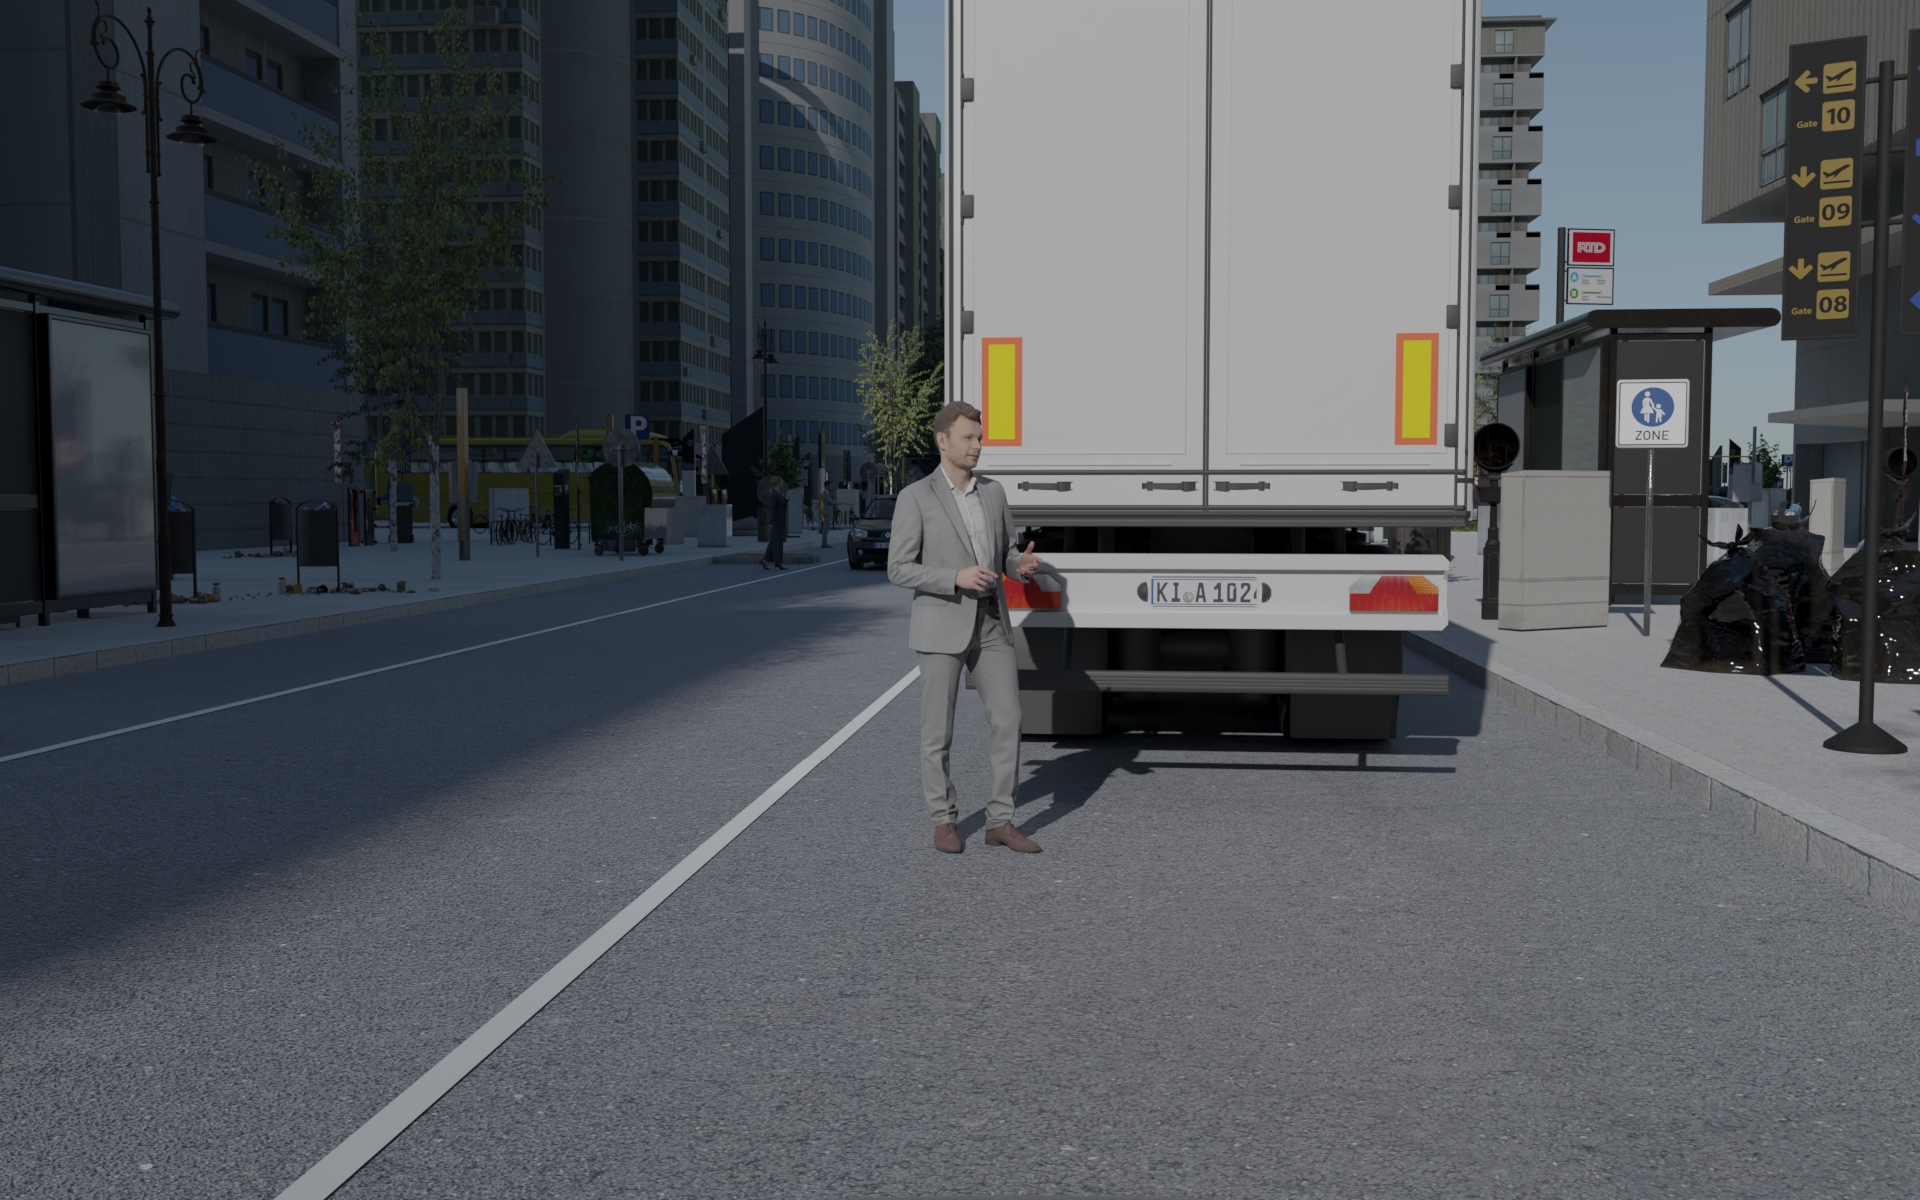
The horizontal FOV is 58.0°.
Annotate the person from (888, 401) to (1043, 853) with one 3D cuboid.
[{"bbox_3d":[0.052,0.110,6.901,0.606,1.804,0.583,-3,4,-37],"label":"person"}]

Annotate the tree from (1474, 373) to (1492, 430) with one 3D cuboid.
[{"bbox_3d":[25.864,-8.627,91.415,4.737,8.622,4.395,0,3,0],"label":"tree"}]

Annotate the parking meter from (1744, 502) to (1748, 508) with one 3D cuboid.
[{"bbox_3d":[24.004,-2.866,52.566,0.399,1.863,0.255,-1,4,-18],"label":"parking meter"}]

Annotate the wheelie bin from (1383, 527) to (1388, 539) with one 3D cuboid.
[{"bbox_3d":[12.121,-2.548,49.560,0.980,1.594,0.693,2,4,31],"label":"wheelie bin"}]

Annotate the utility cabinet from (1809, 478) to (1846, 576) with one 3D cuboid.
[{"bbox_3d":[12.087,-0.948,24.176,0.318,1.500,1.173,2,4,34],"label":"utility cabinet"}]

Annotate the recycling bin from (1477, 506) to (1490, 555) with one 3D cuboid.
[{"bbox_3d":[11.321,-1.449,36.253,0.722,1.027,0.722,-1,4,-9],"label":"recycling bin"}]

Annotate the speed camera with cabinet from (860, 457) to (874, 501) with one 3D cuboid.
[{"bbox_3d":[-5.481,-5.980,92.108,2.038,3.252,0.660,2,4,32],"label":"speed camera with cabinet"}]

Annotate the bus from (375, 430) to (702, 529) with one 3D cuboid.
[{"bbox_3d":[-16.152,-4.610,66.923,12.252,3.916,2.896,0,4,4],"label":"bus"}]

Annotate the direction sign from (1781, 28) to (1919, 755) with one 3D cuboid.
[{"bbox_3d":[4.549,-1.015,8.599,0.876,3.537,0.379,2,4,33],"label":"direction sign"}]

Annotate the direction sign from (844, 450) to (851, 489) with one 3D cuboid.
[{"bbox_3d":[-5.828,-5.961,89.451,0.379,3.537,0.876,1,4,18],"label":"direction sign"}]

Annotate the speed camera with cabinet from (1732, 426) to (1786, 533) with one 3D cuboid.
[{"bbox_3d":[23.684,-3.483,51.283,2.038,3.252,0.660,-3,4,-36],"label":"speed camera with cabinet"}]

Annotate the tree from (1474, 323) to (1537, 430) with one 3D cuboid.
[{"bbox_3d":[23.938,-7.627,75.068,4.360,8.622,3.978,0,3,0],"label":"tree"}]

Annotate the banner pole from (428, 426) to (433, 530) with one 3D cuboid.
[{"bbox_3d":[-18.856,-4.392,61.831,0.401,3.779,0.863,0,4,-2],"label":"banner pole"}]

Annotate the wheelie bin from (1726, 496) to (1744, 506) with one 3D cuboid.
[{"bbox_3d":[38.007,-4.697,84.701,0.980,1.594,0.693,1,4,14],"label":"wheelie bin"}]

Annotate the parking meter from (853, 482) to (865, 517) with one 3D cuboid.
[{"bbox_3d":[-4.946,-4.779,83.855,0.399,1.863,0.255,2,4,34],"label":"parking meter"}]

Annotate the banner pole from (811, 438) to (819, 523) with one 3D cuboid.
[{"bbox_3d":[-6.258,-5.357,77.604,0.401,3.779,0.863,-1,4,-21],"label":"banner pole"}]

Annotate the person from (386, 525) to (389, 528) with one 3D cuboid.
[{"bbox_3d":[-22.685,-3.466,69.444,0.640,1.303,0.475,0,4,-7],"label":"person"}]

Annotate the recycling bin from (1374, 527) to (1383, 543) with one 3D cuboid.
[{"bbox_3d":[10.747,-2.022,45.622,0.722,1.027,0.722,0,4,7],"label":"recycling bin"}]

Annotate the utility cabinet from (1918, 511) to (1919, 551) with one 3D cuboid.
[{"bbox_3d":[10.945,-0.463,18.734,1.020,1.237,0.306,2,4,29],"label":"utility cabinet"}]

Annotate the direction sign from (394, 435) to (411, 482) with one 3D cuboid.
[{"bbox_3d":[-20.497,-4.385,63.699,0.379,3.537,0.876,2,4,25],"label":"direction sign"}]

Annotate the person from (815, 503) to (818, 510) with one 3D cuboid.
[{"bbox_3d":[-5.296,-3.564,66.681,0.656,1.842,0.836,1,4,15],"label":"person"}]

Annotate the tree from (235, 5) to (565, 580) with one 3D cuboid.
[{"bbox_3d":[-8.119,-4.612,25.772,4.737,8.622,4.395,0,3,0],"label":"tree"}]

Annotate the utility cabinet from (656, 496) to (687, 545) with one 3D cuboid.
[{"bbox_3d":[-7.411,-2.022,44.216,0.306,1.237,1.020,1,4,17],"label":"utility cabinet"}]

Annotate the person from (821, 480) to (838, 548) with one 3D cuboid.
[{"bbox_3d":[-3.483,-2.300,46.282,0.466,1.800,0.511,-1,4,-18],"label":"person"}]

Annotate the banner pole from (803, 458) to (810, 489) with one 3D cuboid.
[{"bbox_3d":[-9.283,-7.111,106.280,0.863,3.779,0.401,-1,4,-12],"label":"banner pole"}]

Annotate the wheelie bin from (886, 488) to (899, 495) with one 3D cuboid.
[{"bbox_3d":[-3.221,-4.615,83.360,0.693,1.594,0.980,-2,4,-30],"label":"wheelie bin"}]

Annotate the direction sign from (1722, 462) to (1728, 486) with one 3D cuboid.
[{"bbox_3d":[54.786,-8.081,124.124,0.876,3.537,0.379,-3,5,-45],"label":"direction sign"}]

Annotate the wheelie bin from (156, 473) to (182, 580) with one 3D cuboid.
[{"bbox_3d":[-12.133,-1.101,25.918,0.980,1.594,0.693,-1,4,-14],"label":"wheelie bin"}]

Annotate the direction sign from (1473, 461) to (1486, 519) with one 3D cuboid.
[{"bbox_3d":[23.856,-5.365,79.709,0.379,3.537,0.876,-2,4,-27],"label":"direction sign"}]

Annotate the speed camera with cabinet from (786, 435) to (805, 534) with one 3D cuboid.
[{"bbox_3d":[-5.454,-3.844,57.187,0.660,3.252,2.038,0,4,-3],"label":"speed camera with cabinet"}]

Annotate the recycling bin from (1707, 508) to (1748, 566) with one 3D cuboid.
[{"bbox_3d":[13.536,-1.125,30.945,0.722,1.027,0.722,-1,4,-18],"label":"recycling bin"}]

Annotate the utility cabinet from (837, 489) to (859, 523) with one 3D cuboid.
[{"bbox_3d":[-4.908,-4.115,75.965,0.318,1.500,1.173,-3,5,-45],"label":"utility cabinet"}]

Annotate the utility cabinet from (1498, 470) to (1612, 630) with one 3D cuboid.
[{"bbox_3d":[5.650,-0.476,16.464,1.173,1.500,0.318,-2,4,-30],"label":"utility cabinet"}]

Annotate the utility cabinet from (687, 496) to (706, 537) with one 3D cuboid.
[{"bbox_3d":[-8.082,-2.483,51.751,1.020,1.237,0.306,-3,5,-43],"label":"utility cabinet"}]

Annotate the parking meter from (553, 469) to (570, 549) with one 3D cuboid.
[{"bbox_3d":[-9.305,-2.125,40.447,0.255,1.863,0.399,1,4,11],"label":"parking meter"}]

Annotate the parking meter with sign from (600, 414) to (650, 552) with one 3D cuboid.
[{"bbox_3d":[-7.551,-2.594,38.668,0.543,3.016,1.738,-3,4,-36],"label":"parking meter with sign"}]

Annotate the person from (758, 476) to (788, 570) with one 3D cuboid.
[{"bbox_3d":[-3.510,-1.456,32.728,0.534,1.772,0.576,-1,4,-20],"label":"person"}]

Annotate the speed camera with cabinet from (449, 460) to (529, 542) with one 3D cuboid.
[{"bbox_3d":[-12.843,-3.234,47.213,2.038,3.252,0.660,-2,4,-25],"label":"speed camera with cabinet"}]

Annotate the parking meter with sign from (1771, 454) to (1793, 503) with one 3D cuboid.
[{"bbox_3d":[36.058,-4.913,76.583,0.543,3.016,1.738,0,4,-8],"label":"parking meter with sign"}]

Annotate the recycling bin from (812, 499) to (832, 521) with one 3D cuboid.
[{"bbox_3d":[-6.617,-4.303,82.915,0.722,1.027,0.722,-2,4,-33],"label":"recycling bin"}]

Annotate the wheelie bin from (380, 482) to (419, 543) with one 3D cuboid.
[{"bbox_3d":[-14.642,-2.284,45.249,0.980,1.594,0.693,-1,4,-18],"label":"wheelie bin"}]

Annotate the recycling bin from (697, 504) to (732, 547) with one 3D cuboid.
[{"bbox_3d":[-5.939,-1.798,41.946,0.722,1.027,0.722,0,4,4],"label":"recycling bin"}]
